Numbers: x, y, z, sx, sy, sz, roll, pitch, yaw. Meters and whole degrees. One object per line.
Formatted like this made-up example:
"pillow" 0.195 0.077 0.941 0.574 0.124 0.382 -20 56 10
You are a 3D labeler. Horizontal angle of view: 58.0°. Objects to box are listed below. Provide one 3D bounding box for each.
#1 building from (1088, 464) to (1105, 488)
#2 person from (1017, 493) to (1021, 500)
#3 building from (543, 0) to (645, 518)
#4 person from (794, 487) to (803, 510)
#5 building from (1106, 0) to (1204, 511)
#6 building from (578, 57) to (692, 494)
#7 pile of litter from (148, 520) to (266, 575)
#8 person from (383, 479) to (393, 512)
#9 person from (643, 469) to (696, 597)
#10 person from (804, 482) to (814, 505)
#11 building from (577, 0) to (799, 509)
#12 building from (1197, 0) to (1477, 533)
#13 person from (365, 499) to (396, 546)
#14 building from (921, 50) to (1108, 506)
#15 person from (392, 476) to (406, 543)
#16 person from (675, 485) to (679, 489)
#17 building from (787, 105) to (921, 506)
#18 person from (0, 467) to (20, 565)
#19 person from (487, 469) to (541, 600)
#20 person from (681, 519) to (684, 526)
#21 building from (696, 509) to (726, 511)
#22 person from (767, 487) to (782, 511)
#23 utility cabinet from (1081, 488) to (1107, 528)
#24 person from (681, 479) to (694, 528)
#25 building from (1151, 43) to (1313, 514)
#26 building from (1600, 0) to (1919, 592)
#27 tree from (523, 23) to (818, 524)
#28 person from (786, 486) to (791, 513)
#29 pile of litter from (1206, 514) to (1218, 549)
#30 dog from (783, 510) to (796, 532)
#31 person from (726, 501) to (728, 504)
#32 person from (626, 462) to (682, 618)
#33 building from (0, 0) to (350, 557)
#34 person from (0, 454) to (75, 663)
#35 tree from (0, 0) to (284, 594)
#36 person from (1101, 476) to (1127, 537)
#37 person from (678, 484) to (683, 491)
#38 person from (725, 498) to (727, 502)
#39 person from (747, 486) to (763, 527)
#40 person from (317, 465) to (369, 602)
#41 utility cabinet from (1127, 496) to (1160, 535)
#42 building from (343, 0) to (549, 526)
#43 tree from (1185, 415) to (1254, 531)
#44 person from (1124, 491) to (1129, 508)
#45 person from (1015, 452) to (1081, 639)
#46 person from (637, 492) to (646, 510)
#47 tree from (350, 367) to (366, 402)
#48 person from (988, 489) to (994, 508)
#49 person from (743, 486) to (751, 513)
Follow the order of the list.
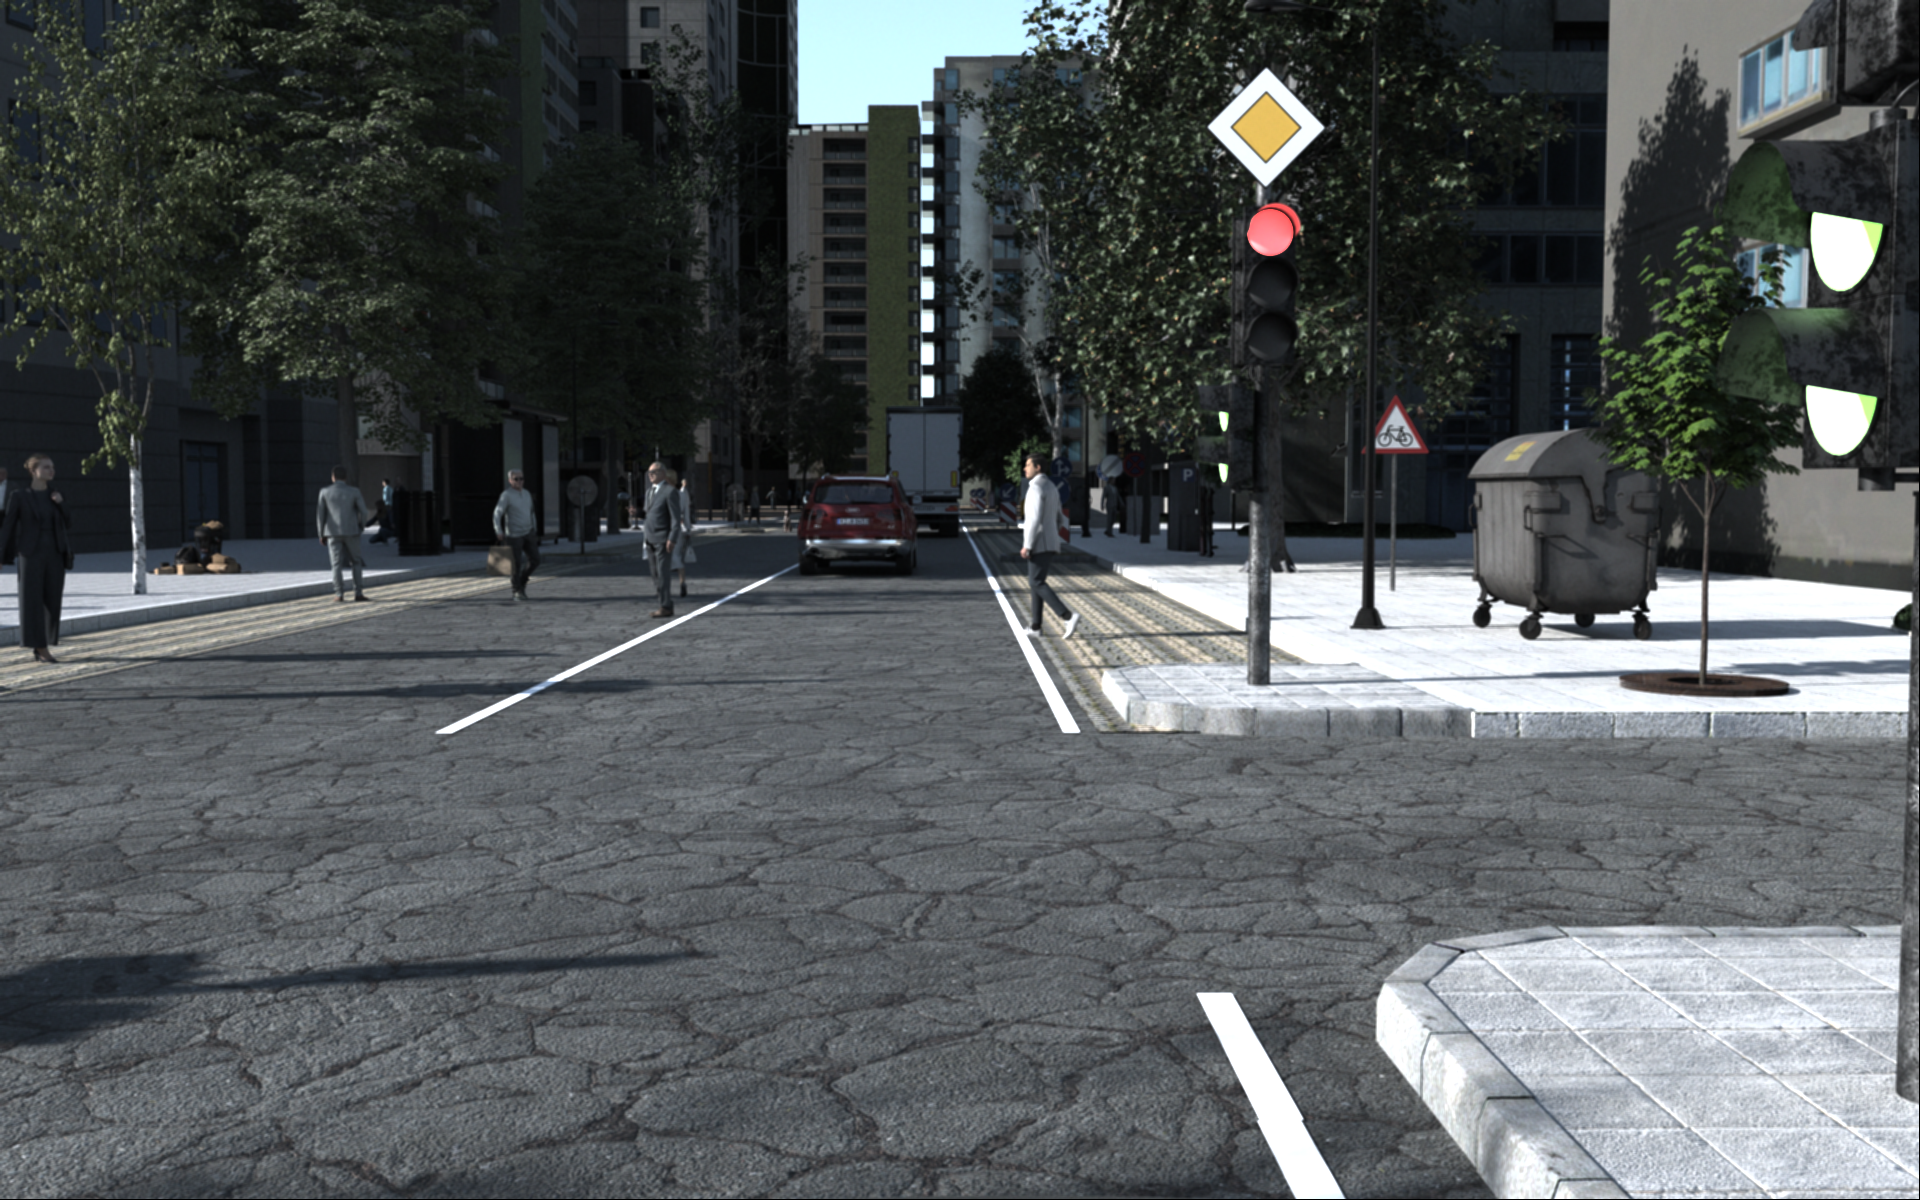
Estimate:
"building" 21.527 -43.082 142.650 20.563 71.187 20.611 0 4 0
"person" 3.769 -5.676 99.570 1.217 1.735 0.721 3 5 40
"building" -35.168 -24.872 98.538 32.217 40.220 23.993 0 4 0
"person" -13.135 -8.285 141.496 0.705 1.826 1.348 3 5 39
"building" 22.006 -30.494 122.278 21.300 48.544 21.600 0 4 0
"building" -26.389 -21.197 118.270 14.160 30.474 14.107 0 4 0
"pile of litter" -12.164 -0.856 27.954 1.719 0.858 1.176 1 4 9
"person" -19.981 -3.342 60.710 0.620 1.820 0.660 0 4 -1
"person" -4.059 -0.940 24.217 0.694 1.780 0.624 -1 4 -22
"person" -4.514 -2.628 51.738 0.793 1.790 0.793 3 5 40
"building" -28.527 -45.816 187.342 20.611 71.187 20.563 0 4 0
"building" 23.277 -46.294 69.584 22.319 86.520 31.000 0 4 0
"person" -14.256 -1.910 42.766 1.012 1.151 0.738 2 4 26
"building" 11.080 -34.870 189.736 30.456 49.044 23.786 0 4 0
"person" -14.842 -2.412 45.904 0.576 1.772 0.534 1 4 19
"person" -16.154 -5.671 98.749 0.705 1.826 1.348 0 4 -5
"building" -11.156 -30.692 185.413 14.086 41.232 14.154 0 4 0
"person" -17.224 -1.515 31.203 0.661 1.777 0.834 -2 4 -23
"person" -6.035 -0.877 23.318 0.515 1.767 0.782 2 4 32
"person" -11.117 -3.612 69.776 0.332 1.250 0.352 0 4 4
"building" -29.632 -43.087 142.717 20.611 71.187 20.563 0 4 0
"person" -14.504 -7.875 134.878 1.350 1.814 0.705 -2 4 -35
"utility cabinet" 5.148 -3.446 65.022 1.173 1.500 0.318 1 4 13
"person" -10.489 -3.659 65.751 0.818 1.842 0.514 -1 4 -19
"building" 27.644 -24.925 99.410 32.217 40.220 23.993 0 4 0
"building" 22.877 -24.716 27.810 21.600 48.544 21.300 0 4 0
"tree" -12.309 -13.260 72.698 12.611 20.169 13.585 0 3 0
"person" -11.652 -6.824 117.597 0.705 1.826 1.348 -1 4 -9
"pile of litter" 5.522 -1.664 41.170 1.176 0.858 1.719 0 3 0
"dog" -6.441 -2.993 65.765 0.513 0.831 0.800 3 5 41
"person" -12.361 -5.113 92.864 0.599 1.433 0.991 0 4 6
"person" -3.571 -0.707 20.243 0.661 1.801 0.590 3 5 43
"building" -29.146 -30.319 37.712 21.231 58.520 28.212 0 4 0
"person" -7.837 -0.352 14.679 0.534 1.772 0.576 1 4 19
"tree" -10.727 -4.372 21.844 4.737 8.622 4.395 0 3 0
"person" 4.540 -2.784 51.682 0.709 1.813 0.853 -3 5 -42
"person" -14.567 -5.190 90.914 0.705 1.822 1.348 -1 4 -12
"person" -15.748 -6.698 118.808 1.065 1.426 0.557 2 4 26
"person" -9.020 -4.107 75.826 0.728 1.800 0.709 -2 4 -34
"person" -8.194 -0.882 23.016 0.635 1.810 0.391 -2 4 -25
"utility cabinet" 5.772 -2.653 54.543 1.020 1.237 0.306 0 3 0
"building" -26.361 -23.909 74.513 14.154 41.232 14.086 0 4 0
"tree" 9.515 -4.708 60.683 4.285 4.588 4.351 0 3 0
"person" 10.016 -6.057 105.602 0.750 1.759 0.617 2 4 35
"person" 0.879 -0.539 17.161 0.795 1.843 0.661 2 4 27
"person" -18.251 -5.529 99.672 0.697 1.427 0.421 0 4 4
"tree" -21.867 -6.521 56.979 4.737 8.622 4.395 0 3 0
"person" 2.924 -9.400 160.400 0.551 1.740 0.621 -3 4 -37
"person" -14.278 -6.644 114.761 0.705 1.812 1.348 3 5 43
